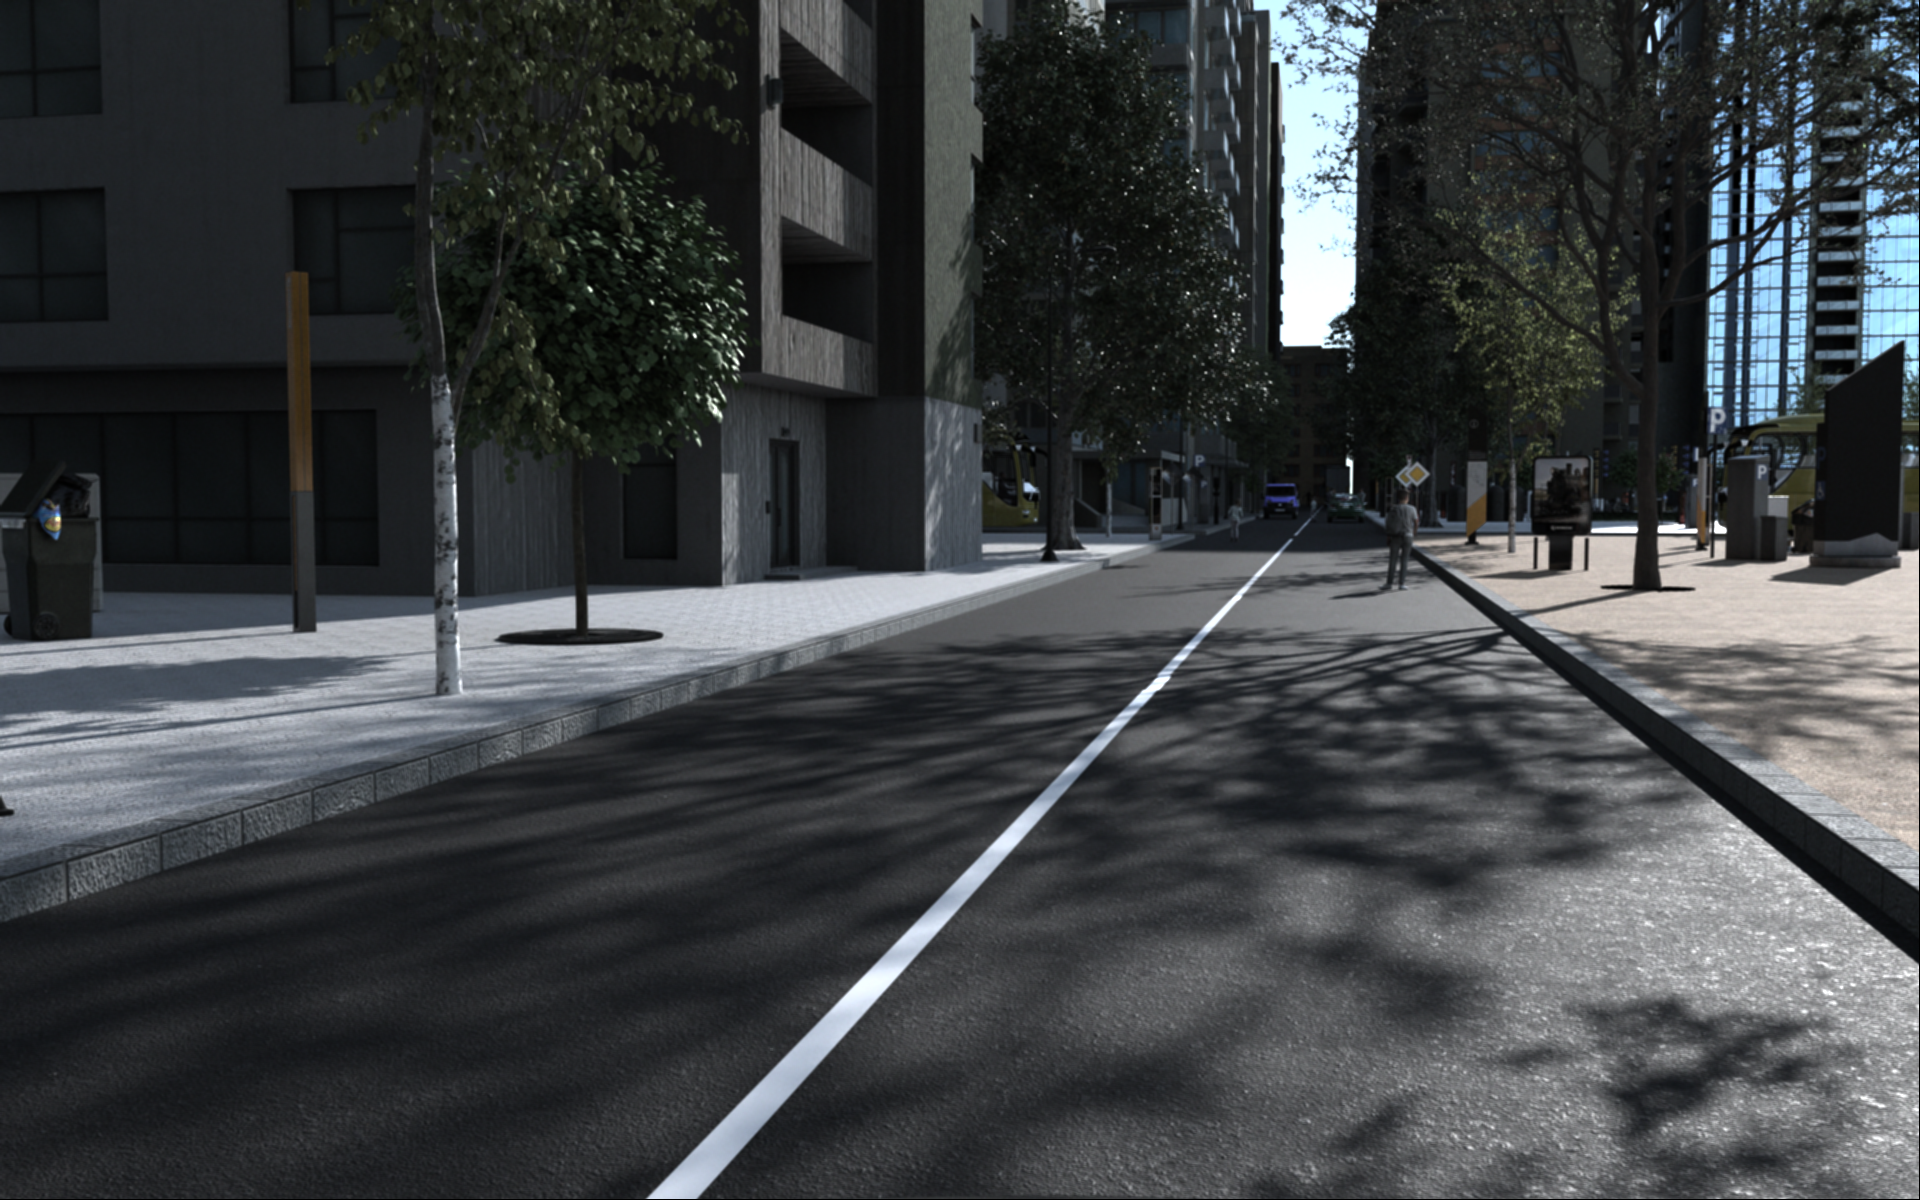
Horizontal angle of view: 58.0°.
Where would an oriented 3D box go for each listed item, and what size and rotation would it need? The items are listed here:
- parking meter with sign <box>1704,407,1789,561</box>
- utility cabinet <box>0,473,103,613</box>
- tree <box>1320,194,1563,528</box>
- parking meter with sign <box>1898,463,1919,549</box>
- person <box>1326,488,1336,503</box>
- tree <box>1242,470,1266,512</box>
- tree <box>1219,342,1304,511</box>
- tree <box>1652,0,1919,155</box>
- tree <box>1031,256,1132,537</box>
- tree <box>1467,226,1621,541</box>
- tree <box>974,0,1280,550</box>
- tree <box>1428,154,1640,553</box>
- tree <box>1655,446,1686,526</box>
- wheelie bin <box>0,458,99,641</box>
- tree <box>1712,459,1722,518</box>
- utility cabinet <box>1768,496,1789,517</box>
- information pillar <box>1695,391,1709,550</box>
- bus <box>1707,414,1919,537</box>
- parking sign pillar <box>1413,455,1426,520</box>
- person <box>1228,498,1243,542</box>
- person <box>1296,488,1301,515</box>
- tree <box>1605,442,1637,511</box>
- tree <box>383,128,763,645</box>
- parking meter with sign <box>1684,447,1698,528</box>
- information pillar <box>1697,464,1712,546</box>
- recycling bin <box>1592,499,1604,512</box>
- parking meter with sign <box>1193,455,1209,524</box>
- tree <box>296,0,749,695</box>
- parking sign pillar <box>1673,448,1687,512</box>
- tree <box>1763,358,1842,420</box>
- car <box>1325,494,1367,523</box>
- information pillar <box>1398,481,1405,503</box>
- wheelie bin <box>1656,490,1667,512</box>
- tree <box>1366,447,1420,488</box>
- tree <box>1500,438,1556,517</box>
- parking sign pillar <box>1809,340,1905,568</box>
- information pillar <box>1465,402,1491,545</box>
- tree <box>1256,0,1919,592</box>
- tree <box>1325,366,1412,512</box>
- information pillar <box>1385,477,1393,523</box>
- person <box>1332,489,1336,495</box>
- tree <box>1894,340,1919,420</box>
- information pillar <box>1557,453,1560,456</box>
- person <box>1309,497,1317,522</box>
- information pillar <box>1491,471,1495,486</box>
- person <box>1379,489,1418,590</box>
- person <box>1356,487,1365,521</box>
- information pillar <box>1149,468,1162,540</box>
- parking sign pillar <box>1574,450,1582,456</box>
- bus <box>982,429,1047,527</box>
[{"bbox_3d":[15.442,-2.306,33.957,0.543,3.016,1.738,-1,4,-23],"label":"parking meter with sign"},{"bbox_3d":[-9.924,-0.611,18.671,1.173,1.500,0.318,-1,4,-19],"label":"utility cabinet"},{"bbox_3d":[18.082,-9.130,66.288,9.611,12.733,9.660,0,3,0],"label":"tree"},{"bbox_3d":[21.477,-2.680,40.078,1.738,3.016,0.543,-1,4,-22],"label":"parking meter with sign"},{"bbox_3d":[21.331,-5.555,99.513,0.473,1.802,0.592,0,4,-3],"label":"person"},{"bbox_3d":[21.173,-7.945,124.508,1.663,3.219,1.824,0,3,0],"label":"tree"},{"bbox_3d":[22.108,-12.943,129.750,7.486,12.596,7.792,0,3,0],"label":"tree"},{"bbox_3d":[5.193,-4.451,7.179,8.767,10.594,7.601,3,5,43],"label":"tree"},{"bbox_3d":[4.226,-6.188,51.542,4.737,8.622,4.395,0,3,0],"label":"tree"},{"bbox_3d":[16.237,-5.956,47.744,4.737,8.622,4.395,0,3,0],"label":"tree"},{"bbox_3d":[2.507,-7.501,39.645,9.611,12.733,9.660,0,3,0],"label":"tree"},{"bbox_3d":[12.274,-5.332,37.545,4.360,8.622,3.978,0,3,0],"label":"tree"},{"bbox_3d":[28.602,-4.624,70.199,1.663,3.219,1.824,0,3,0],"label":"tree"},{"bbox_3d":[-8.104,-0.459,15.419,0.980,1.594,0.693,3,5,40],"label":"wheelie bin"},{"bbox_3d":[41.365,-6.118,94.639,1.663,3.219,1.824,0,3,0],"label":"tree"},{"bbox_3d":[21.577,-2.136,46.080,1.020,1.237,0.306,-2,4,-30],"label":"utility cabinet"},{"bbox_3d":[16.966,-2.949,39.574,0.183,3.616,0.504,1,4,9],"label":"information pillar"},{"bbox_3d":[29.581,-3.754,52.927,12.252,3.916,2.896,1,4,12],"label":"bus"},{"bbox_3d":[23.544,-6.079,87.869,1.447,3.967,1.447,-3,5,-43],"label":"parking sign pillar"},{"bbox_3d":[8.234,-2.392,51.883,0.425,1.301,0.394,0,4,-6],"label":"person"},{"bbox_3d":[22.824,-6.642,117.187,0.616,1.811,0.778,0,4,-7],"label":"person"},{"bbox_3d":[42.717,-7.719,109.921,4.285,4.588,4.351,0,3,0],"label":"tree"},{"bbox_3d":[-3.390,-1.936,15.366,4.285,4.588,4.351,0,3,0],"label":"tree"},{"bbox_3d":[27.501,-4.193,64.819,0.543,3.016,1.738,1,4,11],"label":"parking meter with sign"},{"bbox_3d":[18.558,-2.366,43.172,0.304,2.012,0.304,2,4,26],"label":"information pillar"},{"bbox_3d":[33.865,-4.892,92.532,0.722,1.027,0.722,-3,4,-36],"label":"recycling bin"},{"bbox_3d":[10.597,-4.862,75.757,0.543,3.016,1.738,0,4,-1],"label":"parking meter with sign"},{"bbox_3d":[-3.044,-3.701,10.878,4.737,8.622,4.395,0,3,0],"label":"tree"},{"bbox_3d":[42.203,-6.911,101.464,1.447,3.967,1.447,1,4,10],"label":"parking sign pillar"},{"bbox_3d":[46.083,-8.821,94.584,4.737,8.622,4.395,0,3,0],"label":"tree"},{"bbox_3d":[19.543,-4.644,87.734,2.131,1.459,4.920,1,4,12],"label":"car"},{"bbox_3d":[22.071,-5.017,86.516,0.304,2.012,0.304,0,4,-3],"label":"information pillar"},{"bbox_3d":[34.663,-4.780,86.059,0.980,1.594,0.693,3,4,36],"label":"wheelie bin"},{"bbox_3d":[25.172,-7.077,99.429,4.285,4.588,4.351,0,3,0],"label":"tree"},{"bbox_3d":[31.658,-6.897,96.483,4.285,4.588,4.351,0,3,0],"label":"tree"},{"bbox_3d":[15.846,-2.574,30.554,1.447,3.967,1.447,0,4,1],"label":"parking sign pillar"},{"bbox_3d":[13.100,-3.215,43.918,0.504,3.616,0.183,1,4,19],"label":"information pillar"},{"bbox_3d":[9.051,-6.875,22.782,12.009,13.543,11.850,0,3,0],"label":"tree"},{"bbox_3d":[29.897,-12.088,123.394,9.928,11.665,9.643,0,3,0],"label":"tree"},{"bbox_3d":[18.743,-4.352,75.655,0.304,2.012,0.304,1,4,16],"label":"information pillar"},{"bbox_3d":[28.259,-7.463,130.765,0.600,1.795,0.529,0,4,-2],"label":"person"},{"bbox_3d":[45.360,-8.070,82.314,4.737,8.622,4.395,0,3,0],"label":"tree"},{"bbox_3d":[33.982,-6.568,98.734,0.183,3.616,0.504,-1,4,-13],"label":"information pillar"},{"bbox_3d":[17.903,-4.592,87.862,0.394,1.301,0.425,3,4,37],"label":"person"},{"bbox_3d":[38.662,-8.223,125.804,0.183,3.616,0.504,-1,4,-11],"label":"information pillar"},{"bbox_3d":[6.575,-0.909,25.961,0.503,1.515,0.523,-1,4,-16],"label":"person"},{"bbox_3d":[21.450,-5.146,92.811,0.511,1.800,0.466,3,4,36],"label":"person"},{"bbox_3d":[5.422,-2.663,48.037,0.304,2.012,0.304,0,4,-7],"label":"information pillar"},{"bbox_3d":[37.604,-7.235,106.762,1.447,3.967,1.447,0,4,-6],"label":"parking sign pillar"},{"bbox_3d":[-3.124,-4.214,60.442,12.252,3.916,2.896,1,4,13],"label":"bus"}]
